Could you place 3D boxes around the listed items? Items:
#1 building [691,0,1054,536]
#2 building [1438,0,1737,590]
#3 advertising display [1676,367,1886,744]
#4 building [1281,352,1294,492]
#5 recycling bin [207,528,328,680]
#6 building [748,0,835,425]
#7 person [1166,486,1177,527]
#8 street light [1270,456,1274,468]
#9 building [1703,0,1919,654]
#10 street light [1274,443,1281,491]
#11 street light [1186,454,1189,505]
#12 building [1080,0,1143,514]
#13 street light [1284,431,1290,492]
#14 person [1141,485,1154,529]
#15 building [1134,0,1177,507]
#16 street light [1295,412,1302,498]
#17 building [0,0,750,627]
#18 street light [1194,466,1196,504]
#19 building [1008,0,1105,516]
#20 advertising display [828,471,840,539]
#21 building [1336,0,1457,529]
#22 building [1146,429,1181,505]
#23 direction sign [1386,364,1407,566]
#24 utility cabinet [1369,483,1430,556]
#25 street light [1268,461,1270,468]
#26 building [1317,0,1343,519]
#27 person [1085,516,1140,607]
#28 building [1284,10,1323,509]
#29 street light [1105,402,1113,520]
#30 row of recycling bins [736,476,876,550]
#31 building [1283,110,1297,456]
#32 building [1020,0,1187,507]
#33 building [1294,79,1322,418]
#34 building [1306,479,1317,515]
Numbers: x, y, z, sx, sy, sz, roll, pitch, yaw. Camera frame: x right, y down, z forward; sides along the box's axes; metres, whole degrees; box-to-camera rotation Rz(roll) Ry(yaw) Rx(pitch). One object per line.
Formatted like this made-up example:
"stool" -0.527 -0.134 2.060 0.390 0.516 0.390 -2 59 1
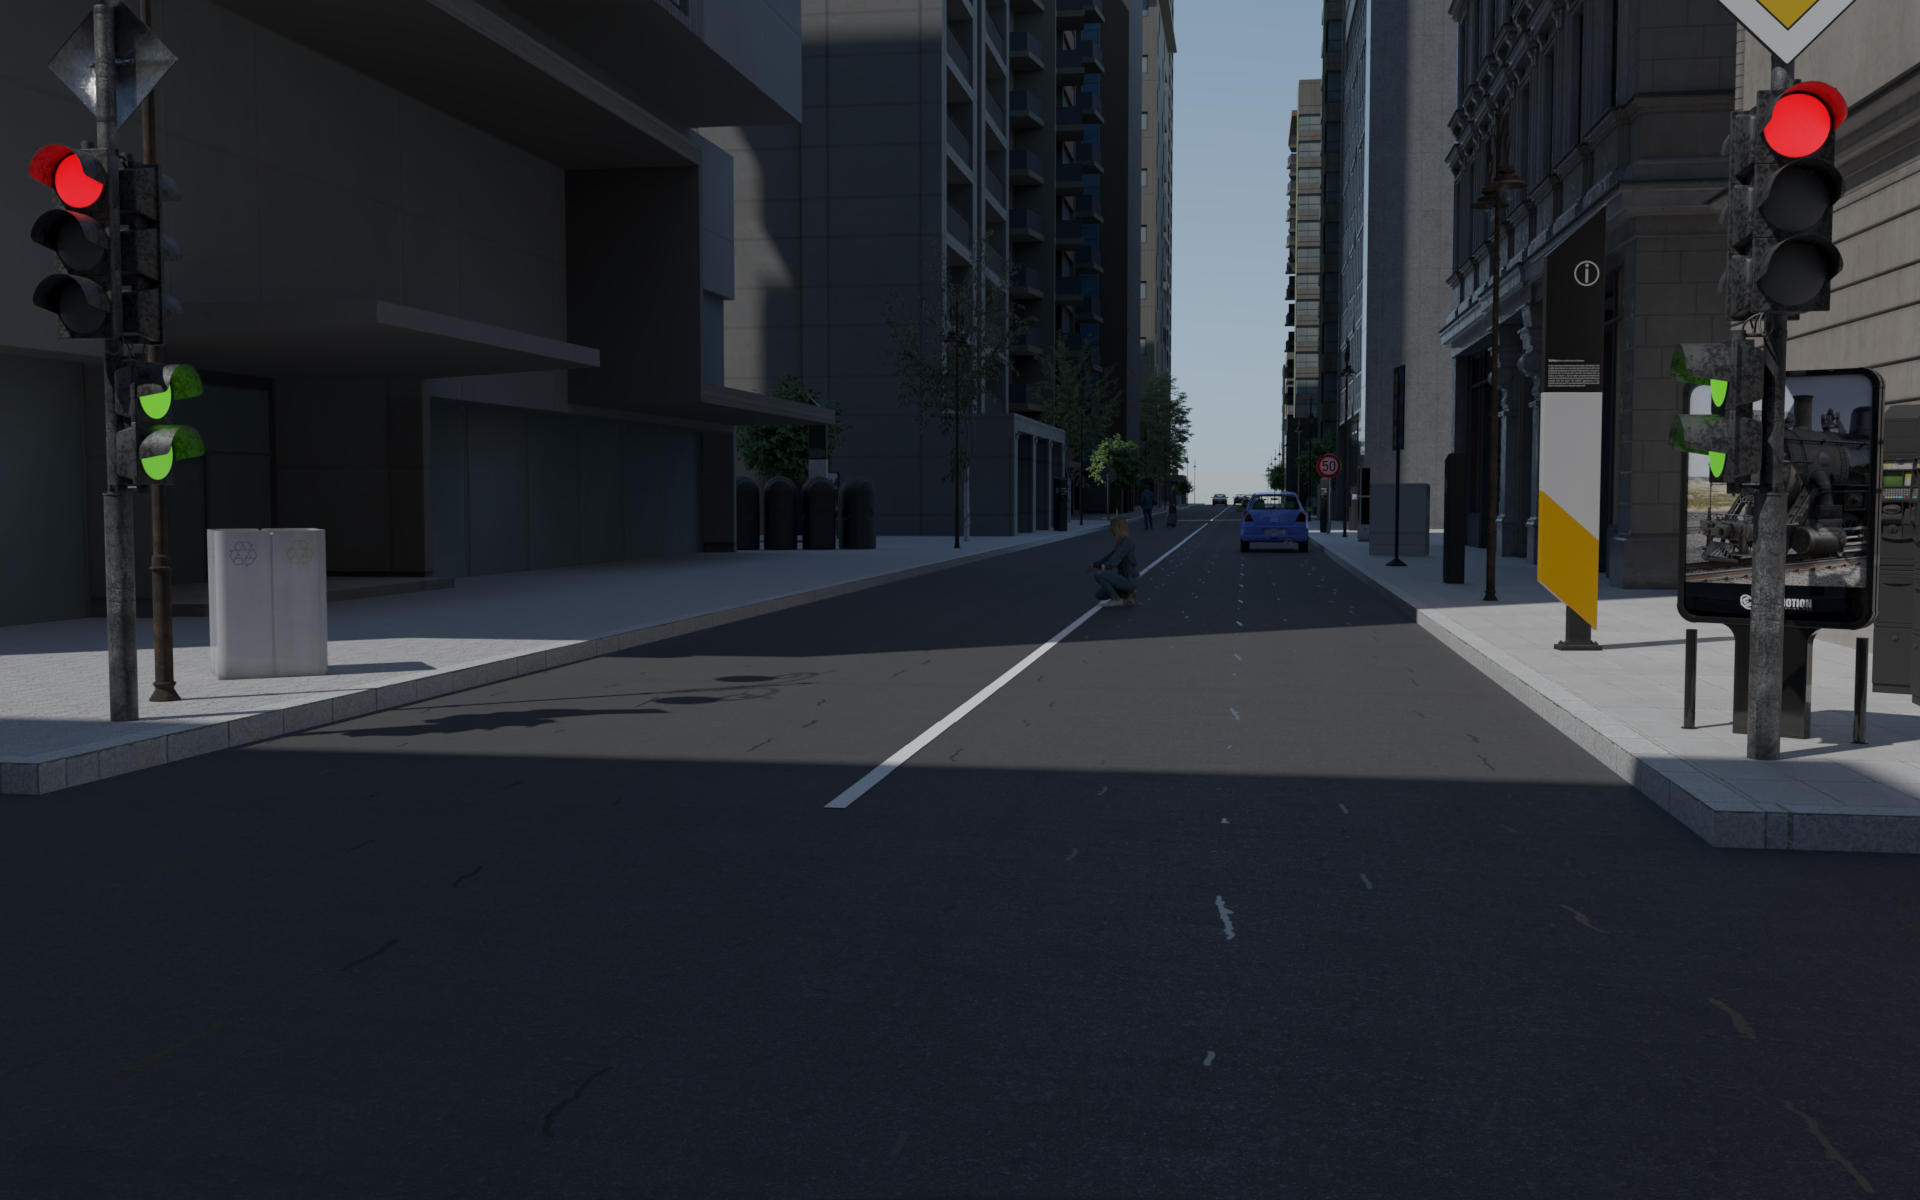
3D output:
"building" -6.752 -38.152 62.037 20.563 71.187 20.611 1 4 9
"building" 16.541 -11.660 41.549 10.553 20.767 40.483 1 4 9
"advertising display" 4.308 -0.240 9.143 0.974 1.923 0.123 3 5 41
"building" 55.736 -23.116 222.991 27.650 21.520 28.899 1 4 9
"recycling bin" -4.944 0.012 12.362 0.722 1.027 0.722 -2 4 -28
"building" 0.648 -33.817 142.149 28.713 52.752 27.495 1 4 9
"person" 9.315 -4.129 76.221 0.699 1.804 1.509 1 4 20
"street light" 32.396 -12.556 178.080 0.468 5.910 1.993 1 4 9
"building" 16.339 -9.026 12.199 19.286 19.102 10.561 1 4 9
"street light" 29.047 -11.300 157.547 0.468 5.910 1.993 1 4 9
"street light" 26.014 -13.782 198.122 0.468 5.910 1.993 1 4 9
"building" 5.228 -28.747 120.123 14.600 45.320 14.200 1 4 9
"street light" 24.051 -9.460 127.463 0.468 5.910 1.993 1 4 9
"person" 7.618 -3.766 70.257 0.721 1.800 0.419 -2 4 -31
"building" 7.803 -36.294 182.637 28.713 52.752 27.495 1 4 9
"street light" 19.038 -7.614 97.275 0.468 5.910 1.993 1 4 9
"building" -18.110 -26.654 25.027 28.713 52.752 27.495 1 4 9
"street light" 30.982 -15.643 228.553 0.468 5.910 1.993 1 4 9
"building" -3.369 -27.226 99.770 22.147 44.769 28.867 1 4 9
"advertising display" -3.902 -2.713 49.574 0.974 1.923 0.123 1 4 16
"building" 22.300 -15.498 71.417 12.078 24.808 19.932 1 4 9
"building" 10.353 -31.606 208.642 32.217 40.220 23.993 1 4 9
"direction sign" 7.778 -2.371 30.762 0.379 3.537 0.876 0 4 3
"utility cabinet" 9.077 -1.656 35.756 1.173 1.500 0.318 2 4 30
"street light" 37.431 -14.408 208.362 0.468 5.910 1.993 1 4 9
"building" 26.561 -19.693 93.680 14.160 30.474 14.107 1 4 9
"person" 1.925 -0.494 22.075 0.738 1.151 1.012 1 4 8
"building" 37.839 -50.430 137.201 22.319 86.520 31.000 1 4 9
"street light" 7.352 -6.896 85.543 0.468 5.910 1.993 1 4 9
"row of recycling bins" -3.687 -2.017 40.089 3.534 1.692 1.069 -1 4 -14
"building" 47.713 -32.976 193.786 22.147 44.769 28.867 1 4 9
"building" 19.861 -48.381 229.287 20.563 71.187 20.611 1 4 9
"building" 40.624 -29.954 173.334 14.154 41.232 14.086 1 4 9
"building" 39.000 -25.610 110.608 32.217 40.220 23.993 1 4 9
